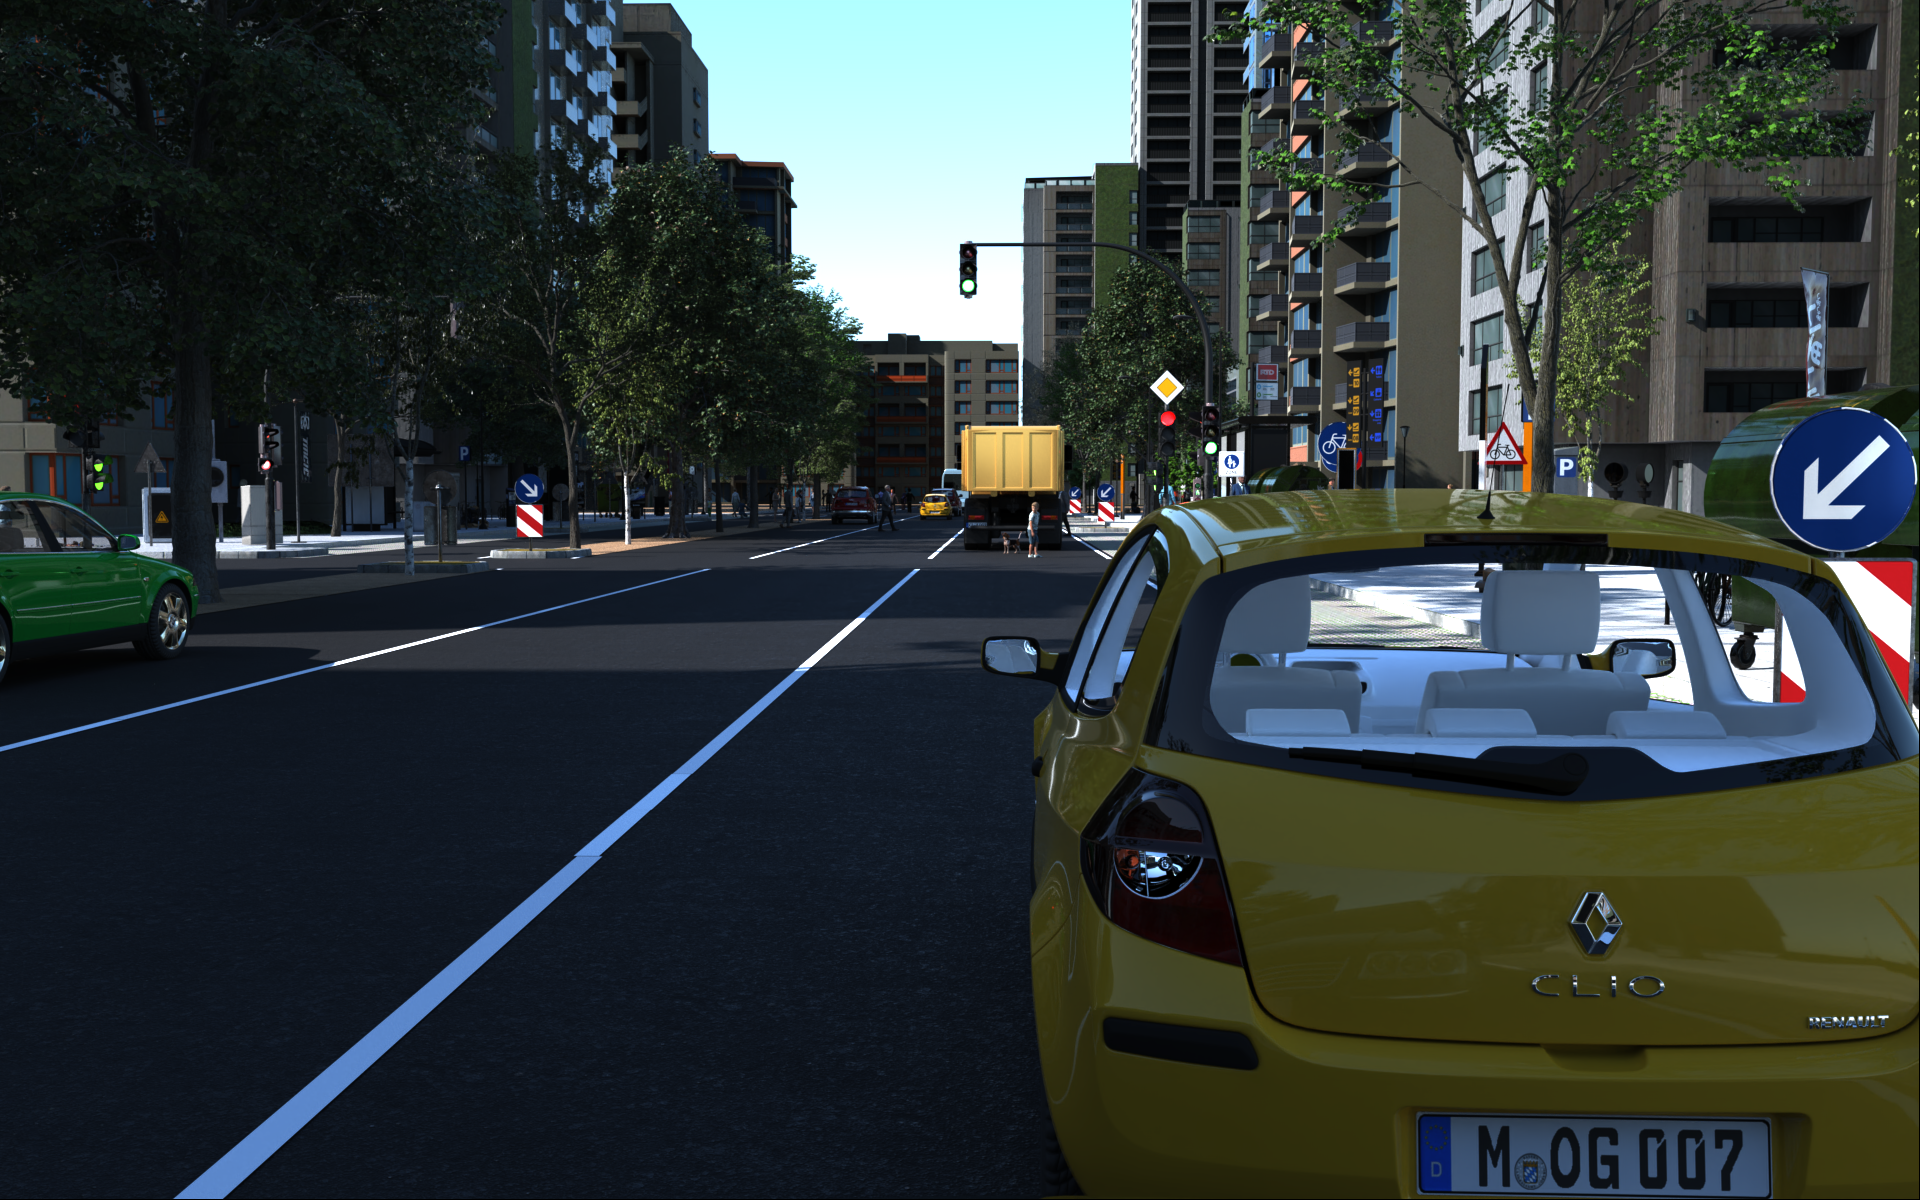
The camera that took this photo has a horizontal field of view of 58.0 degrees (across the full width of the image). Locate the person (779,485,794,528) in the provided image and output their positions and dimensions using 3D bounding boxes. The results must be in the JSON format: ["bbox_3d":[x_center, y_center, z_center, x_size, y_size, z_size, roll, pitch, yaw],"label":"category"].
[{"bbox_3d":[-7.227,-3.950,73.208,0.853,1.813,0.709,-3,5,-44],"label":"person"}]

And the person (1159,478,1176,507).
[{"bbox_3d":[7.030,-3.261,59.229,0.748,1.841,0.638,-2,4,-34],"label":"person"}]

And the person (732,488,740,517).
[{"bbox_3d":[-13.802,-5.968,106.298,0.478,1.798,0.641,2,4,34],"label":"person"}]

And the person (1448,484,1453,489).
[{"bbox_3d":[23.483,-4.681,83.130,0.362,1.759,0.519,1,4,11],"label":"person"}]

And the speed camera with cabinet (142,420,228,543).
[{"bbox_3d":[-20.405,-3.136,45.603,2.038,3.252,0.660,-1,4,-21],"label":"speed camera with cabinet"}]

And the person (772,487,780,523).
[{"bbox_3d":[-9.096,-4.704,85.745,0.374,1.781,0.599,1,4,14],"label":"person"}]

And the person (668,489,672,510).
[{"bbox_3d":[-23.922,-8.309,142.825,0.436,1.711,0.756,0,4,-1],"label":"person"}]

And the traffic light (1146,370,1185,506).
[{"bbox_3d":[4.669,-3.085,39.353,0.839,4.253,0.868,0,4,1],"label":"traffic light"}]

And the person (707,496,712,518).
[{"bbox_3d":[-14.751,-5.466,102.121,0.306,1.304,0.590,0,4,1],"label":"person"}]

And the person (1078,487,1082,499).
[{"bbox_3d":[9.144,-7.817,133.945,0.705,1.812,1.348,2,4,35],"label":"person"}]

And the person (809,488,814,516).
[{"bbox_3d":[-9.619,-6.448,113.954,0.581,1.822,0.654,2,4,32],"label":"person"}]

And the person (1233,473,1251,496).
[{"bbox_3d":[6.852,-2.211,42.372,0.721,1.800,0.419,-2,4,-29],"label":"person"}]

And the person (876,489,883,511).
[{"bbox_3d":[-6.856,-8.593,148.868,0.709,1.838,0.599,-1,4,-21],"label":"person"}]

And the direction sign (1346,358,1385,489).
[{"bbox_3d":[6.837,-2.281,29.299,0.379,3.537,0.876,-2,4,-29],"label":"direction sign"}]

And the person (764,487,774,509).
[{"bbox_3d":[-16.122,-8.692,147.794,1.348,1.869,0.705,2,4,31],"label":"person"}]

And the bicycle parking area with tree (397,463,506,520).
[{"bbox_3d":[-26.533,-6.023,85.471,8.231,4.147,9.016,0,4,8],"label":"bicycle parking area with tree"}]

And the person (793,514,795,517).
[{"bbox_3d":[-10.551,-6.016,107.140,0.850,1.792,0.678,-3,5,-43],"label":"person"}]

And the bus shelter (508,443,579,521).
[{"bbox_3d":[-19.113,-5.408,79.710,1.731,3.624,6.357,0,4,1],"label":"bus shelter"}]

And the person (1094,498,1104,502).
[{"bbox_3d":[11.298,-8.060,137.831,1.348,1.822,0.705,3,4,37],"label":"person"}]

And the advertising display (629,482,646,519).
[{"bbox_3d":[-16.576,-5.104,88.665,0.974,1.923,0.123,0,4,-6],"label":"advertising display"}]

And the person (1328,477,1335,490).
[{"bbox_3d":[12.371,-3.196,58.202,0.836,1.842,0.656,1,4,9],"label":"person"}]

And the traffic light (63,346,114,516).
[{"bbox_3d":[-16.088,-2.627,31.873,0.839,4.253,0.868,0,4,1],"label":"traffic light"}]

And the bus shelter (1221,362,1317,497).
[{"bbox_3d":[8.617,-4.463,50.603,2.179,5.291,8.768,0,4,1],"label":"bus shelter"}]

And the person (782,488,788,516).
[{"bbox_3d":[-10.569,-5.963,105.912,0.656,1.842,0.836,2,4,28],"label":"person"}]

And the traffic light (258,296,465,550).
[{"bbox_3d":[-13.792,-3.986,39.838,4.771,5.953,1.251,0,4,1],"label":"traffic light"}]

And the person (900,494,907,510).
[{"bbox_3d":[-5.080,-8.897,157.191,0.697,1.427,0.421,3,5,40],"label":"person"}]

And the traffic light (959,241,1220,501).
[{"bbox_3d":[2.373,-3.463,31.282,4.771,5.953,1.251,0,4,1],"label":"traffic light"}]

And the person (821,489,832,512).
[{"bbox_3d":[-10.648,-8.041,140.108,1.348,1.807,0.705,1,4,21],"label":"person"}]

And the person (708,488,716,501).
[{"bbox_3d":[-21.994,-8.933,152.094,1.348,1.824,0.705,0,4,-3],"label":"person"}]

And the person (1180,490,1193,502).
[{"bbox_3d":[16.318,-7.158,123.865,1.217,1.735,0.721,-1,4,-16],"label":"person"}]

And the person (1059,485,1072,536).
[{"bbox_3d":[3.422,-3.055,58.847,0.834,1.777,0.661,-1,4,-23],"label":"person"}]

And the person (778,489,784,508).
[{"bbox_3d":[-16.249,-9.187,156.977,0.721,1.735,1.217,1,4,18],"label":"person"}]

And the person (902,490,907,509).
[{"bbox_3d":[-5.189,-9.350,161.829,0.683,1.767,0.568,1,4,20],"label":"person"}]

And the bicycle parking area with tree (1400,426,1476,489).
[{"bbox_3d":[19.677,-5.117,70.668,9.016,4.147,8.231,0,4,-4],"label":"bicycle parking area with tree"}]

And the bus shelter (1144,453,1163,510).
[{"bbox_3d":[11.039,-6.459,96.886,1.731,3.624,6.357,0,4,2],"label":"bus shelter"}]

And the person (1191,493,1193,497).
[{"bbox_3d":[18.231,-7.925,135.631,0.705,1.823,1.348,1,4,9],"label":"person"}]

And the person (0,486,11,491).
[{"bbox_3d":[-19.956,-1.586,36.237,0.330,1.601,0.589,-1,4,-22],"label":"person"}]

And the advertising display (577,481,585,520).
[{"bbox_3d":[-18.789,-4.843,84.399,0.974,1.923,0.123,-1,4,-22],"label":"advertising display"}]

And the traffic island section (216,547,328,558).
[{"bbox_3d":[-15.926,-1.083,39.992,2.009,0.180,2.903,0,4,1],"label":"traffic island section"}]

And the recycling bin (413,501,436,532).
[{"bbox_3d":[-18.341,-2.860,59.321,0.722,1.027,0.722,-1,4,-12],"label":"recycling bin"}]

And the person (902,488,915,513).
[{"bbox_3d":[-3.788,-7.379,128.770,1.348,1.869,0.705,-3,5,-44],"label":"person"}]

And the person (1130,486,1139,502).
[{"bbox_3d":[13.460,-7.853,134.067,0.705,1.869,1.348,3,4,36],"label":"person"}]

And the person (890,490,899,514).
[{"bbox_3d":[-4.785,-6.943,122.577,0.990,1.755,0.434,1,4,14],"label":"person"}]

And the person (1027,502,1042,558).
[{"bbox_3d":[1.688,-1.582,39.058,0.332,1.250,0.352,-1,4,-20],"label":"person"}]

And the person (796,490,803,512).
[{"bbox_3d":[-12.486,-7.722,135.555,0.445,1.727,0.742,2,4,24],"label":"person"}]

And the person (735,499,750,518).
[{"bbox_3d":[-13.045,-5.481,103.620,1.012,1.151,0.738,1,4,21],"label":"person"}]

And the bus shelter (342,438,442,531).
[{"bbox_3d":[-20.404,-4.160,61.946,2.014,3.302,5.546,0,4,2],"label":"bus shelter"}]

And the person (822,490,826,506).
[{"bbox_3d":[-14.102,-10.586,179.846,0.721,1.735,1.217,0,4,5],"label":"person"}]

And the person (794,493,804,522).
[{"bbox_3d":[-8.082,-4.632,86.826,0.503,1.515,0.523,1,4,17],"label":"person"}]

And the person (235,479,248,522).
[{"bbox_3d":[-24.814,-3.280,59.858,0.709,1.800,0.728,3,5,41],"label":"person"}]

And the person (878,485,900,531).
[{"bbox_3d":[-2.738,-3.527,66.570,0.834,1.777,0.661,0,3,0],"label":"person"}]
